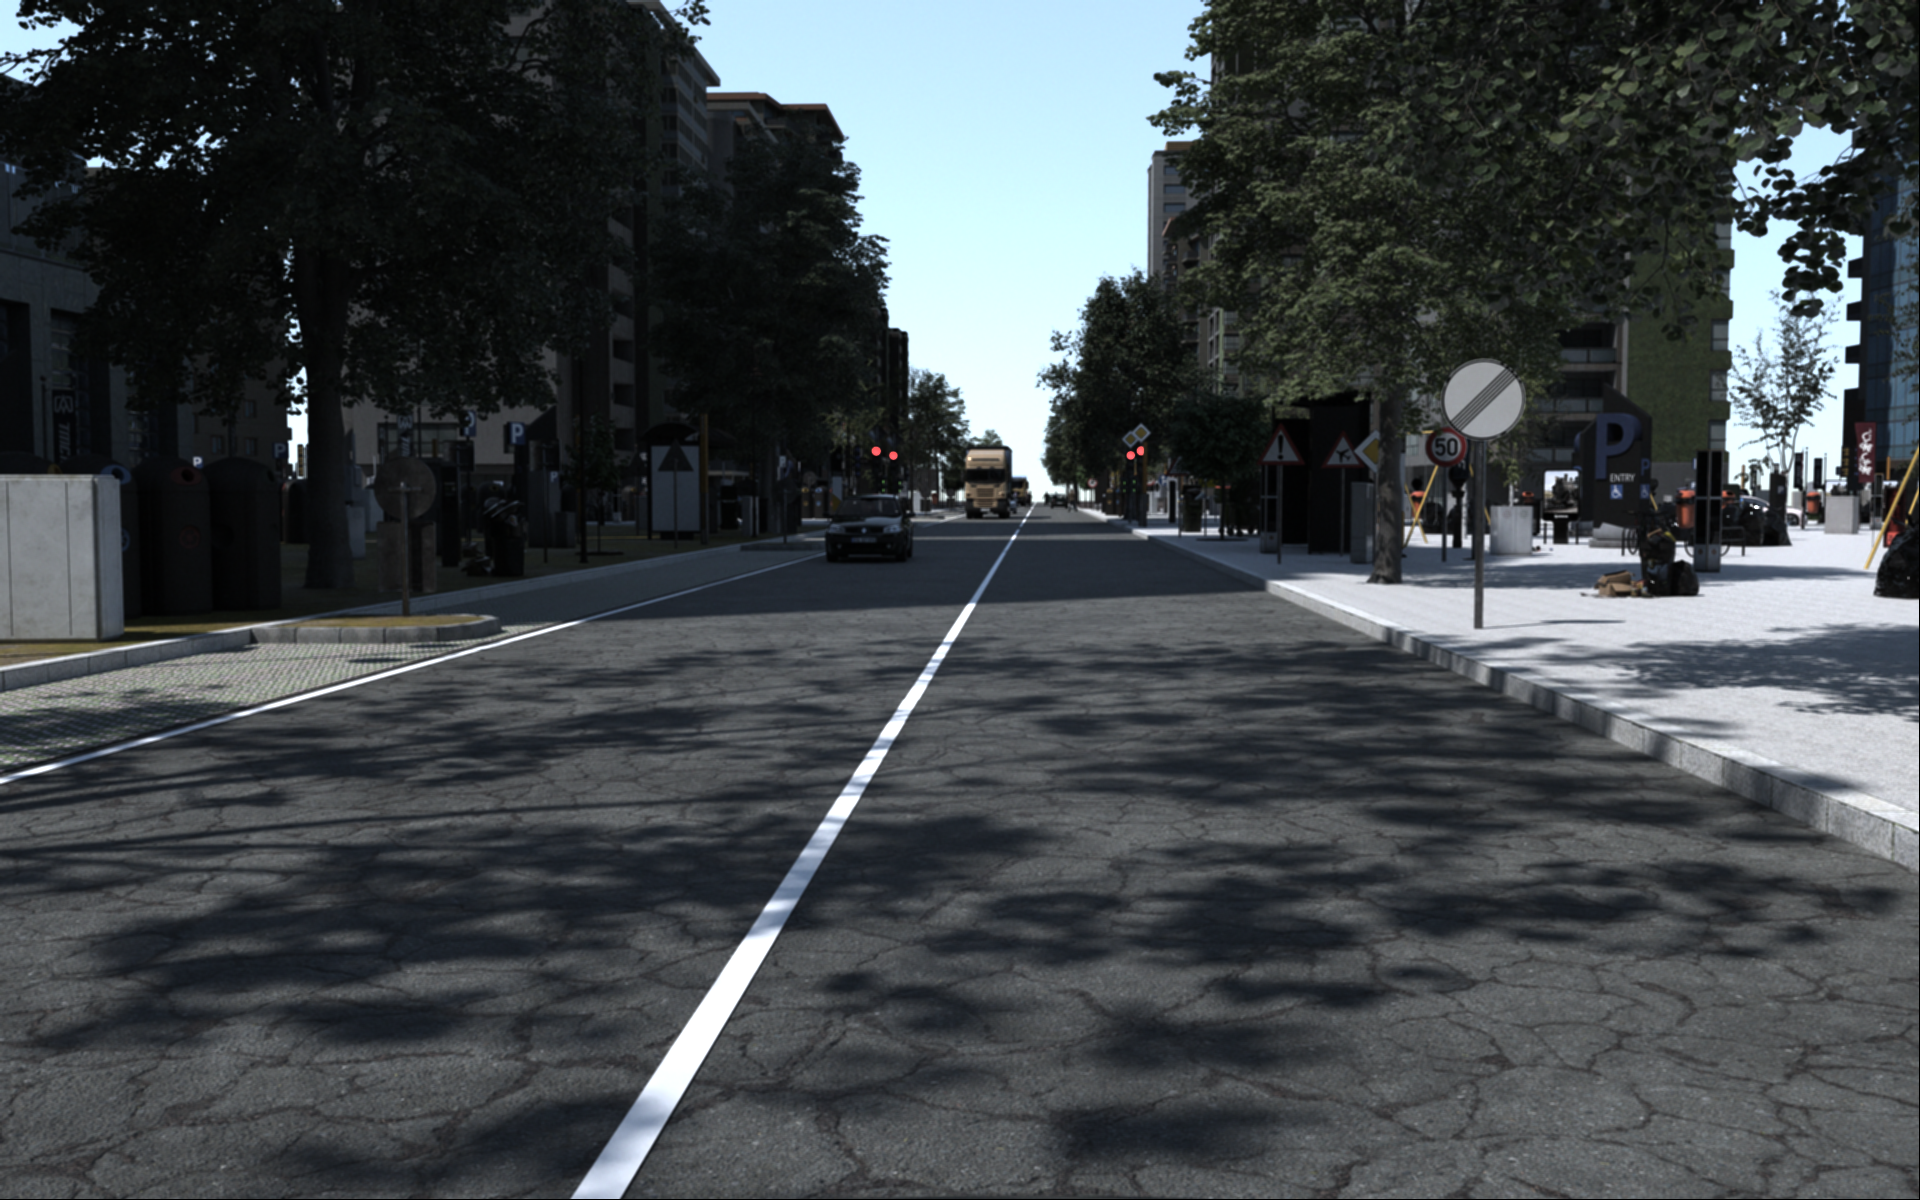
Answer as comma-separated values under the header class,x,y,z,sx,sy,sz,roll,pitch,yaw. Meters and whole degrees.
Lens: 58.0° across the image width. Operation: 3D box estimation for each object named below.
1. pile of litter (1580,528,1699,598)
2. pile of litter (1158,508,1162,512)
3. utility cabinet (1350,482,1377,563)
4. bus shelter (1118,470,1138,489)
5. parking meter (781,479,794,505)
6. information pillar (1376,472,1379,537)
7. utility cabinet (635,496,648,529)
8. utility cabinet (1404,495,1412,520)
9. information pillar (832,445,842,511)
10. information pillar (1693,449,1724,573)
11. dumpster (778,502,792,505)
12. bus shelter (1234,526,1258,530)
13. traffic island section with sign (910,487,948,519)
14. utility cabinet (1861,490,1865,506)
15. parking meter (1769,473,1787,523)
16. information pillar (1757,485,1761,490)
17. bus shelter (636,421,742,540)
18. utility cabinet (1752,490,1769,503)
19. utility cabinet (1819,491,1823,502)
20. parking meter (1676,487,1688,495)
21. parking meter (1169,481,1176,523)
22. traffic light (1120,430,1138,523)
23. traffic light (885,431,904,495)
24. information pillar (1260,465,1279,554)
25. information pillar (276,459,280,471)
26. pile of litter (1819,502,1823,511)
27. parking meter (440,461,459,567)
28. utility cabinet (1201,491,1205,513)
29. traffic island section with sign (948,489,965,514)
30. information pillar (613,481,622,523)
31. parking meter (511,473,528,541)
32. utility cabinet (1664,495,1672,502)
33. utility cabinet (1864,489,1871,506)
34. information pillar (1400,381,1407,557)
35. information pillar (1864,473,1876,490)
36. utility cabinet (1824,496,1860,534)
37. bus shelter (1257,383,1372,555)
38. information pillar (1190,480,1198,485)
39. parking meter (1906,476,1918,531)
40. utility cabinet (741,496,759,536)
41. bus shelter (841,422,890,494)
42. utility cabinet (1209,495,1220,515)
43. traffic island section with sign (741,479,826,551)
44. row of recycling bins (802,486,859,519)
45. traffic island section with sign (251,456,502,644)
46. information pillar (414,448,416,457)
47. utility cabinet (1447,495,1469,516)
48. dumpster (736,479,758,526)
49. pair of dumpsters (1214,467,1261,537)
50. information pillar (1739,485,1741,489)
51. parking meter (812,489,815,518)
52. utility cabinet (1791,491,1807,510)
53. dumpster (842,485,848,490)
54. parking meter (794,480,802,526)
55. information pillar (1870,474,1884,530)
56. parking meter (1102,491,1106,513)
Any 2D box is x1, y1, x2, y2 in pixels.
class,x,y,z,sx,sy,sz,roll,pitch,yaw
pile of litter,8.594,-0.486,21.905,1.719,0.858,1.176,-1,4,-11
pile of litter,13.999,-6.829,125.627,1.719,0.858,1.176,-2,4,-28
utility cabinet,7.563,-1.449,32.371,0.318,1.500,1.173,1,4,22
bus shelter,13.689,-9.911,139.680,2.179,5.291,8.768,0,4,3
parking meter,-6.581,-3.651,65.408,0.255,1.863,0.399,-3,4,-38
information pillar,11.726,-2.661,47.992,0.304,2.012,0.304,0,4,4
utility cabinet,-11.313,-3.175,63.065,1.020,1.237,0.306,-1,4,-11
utility cabinet,21.973,-4.571,85.904,1.020,1.237,0.306,-2,4,-29
information pillar,-5.808,-5.550,82.101,0.504,3.616,0.183,0,4,-3
information pillar,12.277,-1.463,28.417,0.304,2.012,0.304,-1,4,-22
dumpster,-8.486,-4.750,83.428,1.264,1.857,1.865,0,4,3
bus shelter,10.272,-4.016,59.581,2.014,3.302,5.546,0,4,3
traffic island section with sign,-1.900,-5.548,99.334,1.989,1.847,2.006,0,4,3
utility cabinet,74.079,-8.251,143.579,0.318,1.500,1.173,-3,5,-43
parking meter,22.691,-2.591,48.067,0.399,1.863,0.255,-1,4,-13
information pillar,64.936,-8.337,140.800,0.304,2.012,0.304,2,4,24
bus shelter,-7.838,-3.472,50.687,2.014,3.302,5.546,0,4,3
utility cabinet,43.933,-5.267,94.787,1.173,1.500,0.318,-1,4,-11
utility cabinet,71.777,-8.256,143.664,1.173,1.500,0.318,-1,4,-16
parking meter,25.718,-3.260,61.717,0.372,1.533,0.369,0,3,0
parking meter,9.407,-4.339,76.652,0.255,1.863,0.399,1,4,14
traffic light,7.491,-5.348,76.366,0.839,4.253,0.868,0,4,3
traffic light,-2.910,-5.377,76.834,0.839,4.253,0.868,0,4,3
information pillar,6.683,-2.013,37.410,0.304,2.012,0.304,-1,4,-11
information pillar,-39.840,-6.728,101.354,0.183,3.616,0.504,0,4,5
pile of litter,58.327,-6.326,117.396,1.176,0.858,1.719,-1,4,-15
parking meter,-9.026,-1.523,30.609,0.255,1.863,0.399,-2,4,-23
utility cabinet,16.822,-7.083,124.484,1.173,1.500,0.318,2,4,32
traffic island section with sign,-0.626,-7.226,126.777,1.989,1.847,2.006,0,4,3
information pillar,-15.368,-4.470,77.582,0.304,2.012,0.304,1,4,10
parking meter,-12.074,-2.553,47.453,0.399,1.863,0.255,3,4,38
utility cabinet,47.573,-6.494,117.333,0.306,1.237,1.020,-1,4,-12
utility cabinet,58.549,-6.227,110.493,1.173,1.500,0.318,1,4,20
information pillar,8.781,-2.667,34.966,0.504,3.616,0.183,-1,4,-22
information pillar,42.992,-5.535,81.859,0.183,3.616,0.504,-3,4,-36
utility cabinet,28.245,-2.710,55.469,0.306,1.237,1.020,-2,4,-26
bus shelter,8.062,-2.967,39.786,1.731,3.624,6.357,0,4,3
information pillar,12.513,-5.396,92.709,0.304,2.012,0.304,-3,5,-44
parking meter,25.201,-2.457,45.883,0.255,1.863,0.399,2,4,31
utility cabinet,-6.533,-2.620,53.998,0.306,1.237,1.020,1,4,8
bus shelter,-5.365,-7.421,98.972,2.179,5.291,8.768,0,4,3
utility cabinet,15.609,-5.793,105.881,0.306,1.237,1.020,3,5,40
traffic island section with sign,-4.483,-2.183,44.321,1.989,1.847,2.006,0,4,3
row of recycling bins,-6.726,-4.986,88.641,3.534,1.692,1.069,2,4,25
traffic island section with sign,-5.738,-0.536,17.395,1.989,1.847,2.006,0,4,3
information pillar,-27.671,-5.905,87.894,0.183,3.616,0.504,0,4,-1
utility cabinet,23.861,-4.394,82.998,1.020,1.237,0.306,1,4,16
dumpster,-8.294,-3.870,69.034,1.264,1.857,1.865,0,4,3
pair of dumpsters,8.828,-3.117,53.455,1.574,2.255,4.437,0,4,3
information pillar,65.792,-8.684,146.468,0.304,2.012,0.304,0,4,3
parking meter,-7.924,-5.126,92.214,0.372,1.533,0.369,0,3,0
utility cabinet,69.548,-8.250,143.563,1.173,1.500,0.318,-1,4,-12
dumpster,-7.284,-6.291,108.618,1.264,1.857,1.865,0,4,3
parking meter,-6.580,-3.920,69.808,0.255,1.863,0.399,-3,5,-43
information pillar,32.950,-3.533,62.258,0.304,2.012,0.304,0,4,5
parking meter,9.875,-6.734,118.513,0.372,1.533,0.369,0,3,0
